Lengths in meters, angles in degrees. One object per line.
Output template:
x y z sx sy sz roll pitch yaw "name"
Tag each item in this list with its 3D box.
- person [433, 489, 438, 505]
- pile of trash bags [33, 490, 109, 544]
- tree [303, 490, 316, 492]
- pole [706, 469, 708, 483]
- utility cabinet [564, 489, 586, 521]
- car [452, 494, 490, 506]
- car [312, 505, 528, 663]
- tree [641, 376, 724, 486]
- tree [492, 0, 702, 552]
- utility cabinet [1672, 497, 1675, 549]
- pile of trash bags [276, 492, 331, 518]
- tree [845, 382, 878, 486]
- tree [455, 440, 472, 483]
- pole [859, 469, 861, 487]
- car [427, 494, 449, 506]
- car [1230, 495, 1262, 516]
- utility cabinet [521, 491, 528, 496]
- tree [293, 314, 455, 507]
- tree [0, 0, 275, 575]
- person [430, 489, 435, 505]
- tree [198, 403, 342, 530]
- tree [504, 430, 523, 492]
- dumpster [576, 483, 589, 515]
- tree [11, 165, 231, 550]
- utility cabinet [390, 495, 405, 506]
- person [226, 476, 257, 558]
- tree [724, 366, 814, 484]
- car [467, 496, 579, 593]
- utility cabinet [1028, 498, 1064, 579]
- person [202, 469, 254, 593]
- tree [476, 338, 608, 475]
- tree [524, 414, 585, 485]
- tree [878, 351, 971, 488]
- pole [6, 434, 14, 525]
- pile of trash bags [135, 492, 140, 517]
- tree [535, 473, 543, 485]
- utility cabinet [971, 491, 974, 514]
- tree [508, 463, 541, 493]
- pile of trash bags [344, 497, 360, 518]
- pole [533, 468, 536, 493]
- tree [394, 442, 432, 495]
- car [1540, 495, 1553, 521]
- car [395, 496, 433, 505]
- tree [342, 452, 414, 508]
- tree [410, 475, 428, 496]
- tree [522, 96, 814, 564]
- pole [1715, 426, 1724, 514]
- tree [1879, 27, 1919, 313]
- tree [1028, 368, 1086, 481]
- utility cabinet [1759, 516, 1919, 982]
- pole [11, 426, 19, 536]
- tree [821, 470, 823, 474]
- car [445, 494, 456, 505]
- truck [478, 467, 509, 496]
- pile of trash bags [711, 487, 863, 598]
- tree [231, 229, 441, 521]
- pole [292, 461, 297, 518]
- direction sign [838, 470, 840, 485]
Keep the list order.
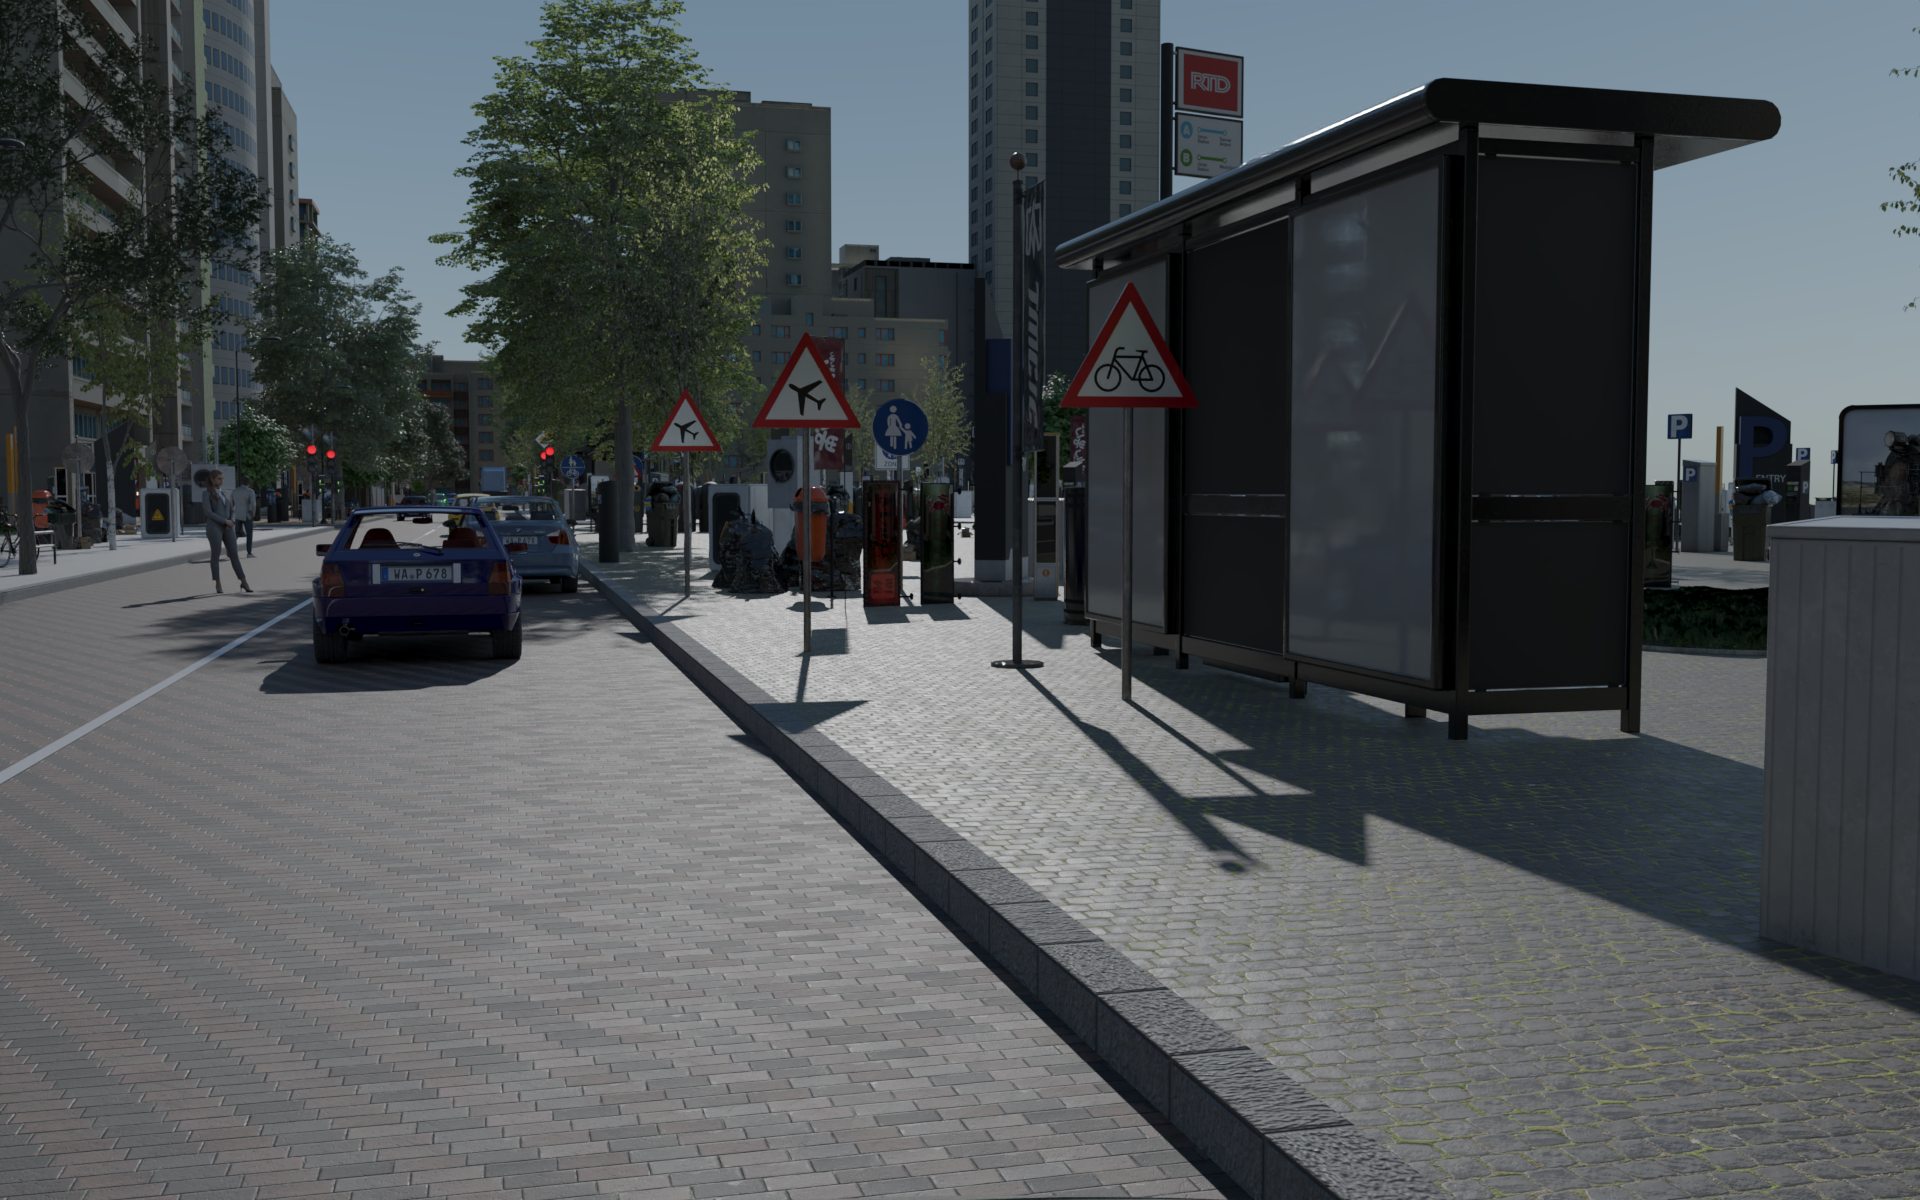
-39.680 -7.443 130.381 0.709 1.800 0.728 1 4 9 "person"
-23.136 -2.128 44.541 1.912 1.369 3.447 -1 4 -12 "pile of trash bags"
-46.124 -7.832 122.652 1.663 3.219 1.824 0 3 0 "tree"
-20.809 -9.091 142.485 0.158 3.312 0.155 0 3 0 "pole"
-17.948 -4.411 80.792 0.318 1.500 1.173 2 4 27 "utility cabinet"
-16.973 -3.069 60.406 2.015 1.641 3.980 -1 4 -17 "car"
-5.016 -0.220 16.171 1.945 1.354 3.894 -1 4 -16 "car"
-15.181 -8.699 92.597 4.737 8.622 4.395 0 3 0 "tree"
-7.767 -7.333 38.015 7.486 12.596 7.792 0 3 0 "tree"
16.678 -1.839 41.237 0.306 1.237 1.020 0 4 3 "utility cabinet"
-34.578 -4.991 91.359 3.447 1.369 1.912 -1 4 -13 "pile of trash bags"
-6.423 -9.951 113.060 4.360 8.622 3.978 0 3 0 "tree"
-63.418 -17.761 207.399 9.611 12.733 9.660 0 3 0 "tree"
-8.224 -9.068 142.099 0.158 3.312 0.155 0 3 0 "pole"
-42.993 -8.162 142.250 1.959 1.807 4.718 -1 4 -13 "car"
13.299 -4.119 79.707 4.827 1.381 2.083 -1 4 -16 "car"
-36.128 -8.283 144.111 0.318 1.500 1.173 0 4 8 "utility cabinet"
-37.973 -11.848 110.725 9.611 12.733 9.660 0 3 0 "tree"
-14.860 -5.706 27.706 8.767 10.594 7.601 0 4 2 "tree"
-39.203 -7.336 128.538 0.767 1.812 0.694 -2 4 -28 "person"
-25.218 -4.772 61.728 4.285 4.588 4.351 0 3 0 "tree"
-34.895 -11.736 142.251 4.360 8.622 3.978 0 3 0 "tree"
-19.163 -5.109 89.295 1.264 1.857 1.865 -1 4 -15 "dumpster"
-19.147 -5.446 39.410 4.737 8.622 4.395 0 3 0 "tree"
-41.686 -7.173 128.432 1.020 1.237 0.306 -1 4 -19 "utility cabinet"
-16.084 -1.862 38.794 0.661 1.843 0.795 1 4 11 "person"
-11.063 -9.178 100.418 4.737 8.622 4.395 0 3 0 "tree"
-6.762 -0.866 26.158 2.014 1.417 4.499 -1 4 -17 "car"
1.255 -0.932 26.405 1.020 1.237 0.306 3 5 43 "utility cabinet"
-10.594 -0.994 25.034 0.573 1.790 0.520 1 4 9 "person"
-24.757 -10.899 103.948 9.928 11.665 9.643 0 3 0 "tree"
-28.400 -10.393 120.289 4.737 8.622 4.395 0 3 0 "tree"
-1.447 -8.509 89.486 4.360 8.622 3.978 0 3 0 "tree"
-32.215 -3.973 58.795 0.158 3.312 0.155 0 3 0 "pole"
-45.466 -5.292 96.278 1.912 1.369 3.447 -1 4 -13 "pile of trash bags"
-30.815 -8.283 130.023 1.663 3.219 1.824 0 3 0 "tree"
0.363 -6.298 111.650 1.173 1.500 0.318 0 4 0 "utility cabinet"
-39.062 -10.569 156.510 4.285 4.588 4.351 0 3 0 "tree"
-34.353 -5.188 94.583 3.447 1.369 1.912 1 4 11 "pile of trash bags"
-33.130 -8.633 135.000 0.158 3.312 0.155 0 3 0 "pole"
-51.386 -12.829 160.114 4.737 8.622 4.395 0 3 0 "tree"
29.881 -4.554 86.465 4.499 1.417 2.014 -1 4 -17 "car"
-29.525 -4.966 93.780 1.945 1.354 3.894 -1 4 -14 "car"
-34.023 -6.986 97.941 4.285 4.588 4.351 0 3 0 "tree"
-59.501 -11.935 189.742 1.663 3.219 1.824 0 3 0 "tree"
-5.219 -4.966 31.557 4.360 8.622 3.978 0 3 0 "tree"
22.825 -3.563 52.100 0.158 3.312 0.155 0 3 0 "pole"
13.963 -4.408 22.431 4.360 8.622 3.978 0 3 0 "tree"
2.624 -3.765 45.272 4.285 4.588 4.351 0 3 0 "tree"
2.636 0.402 4.587 0.306 1.237 1.020 -2 4 -23 "utility cabinet"
-28.052 -3.537 51.674 0.158 3.312 0.155 0 3 0 "pole"
-11.168 -11.268 134.597 4.737 8.622 4.395 0 3 0 "tree"
-59.051 -11.706 200.987 1.945 1.707 3.694 -1 4 -13 "car"
-45.189 -10.925 168.384 2.967 4.110 18.799 -1 4 -16 "truck"
-2.174 -0.797 22.780 1.912 1.369 3.447 -1 4 -15 "pile of trash bags"
-29.952 -10.793 83.113 9.857 13.997 8.962 0 3 0 "tree"
-36.299 -6.151 94.414 0.158 3.312 0.155 0 3 0 "pole"
-6.672 -6.364 96.047 0.379 3.537 0.876 1 4 9 "direction sign"
